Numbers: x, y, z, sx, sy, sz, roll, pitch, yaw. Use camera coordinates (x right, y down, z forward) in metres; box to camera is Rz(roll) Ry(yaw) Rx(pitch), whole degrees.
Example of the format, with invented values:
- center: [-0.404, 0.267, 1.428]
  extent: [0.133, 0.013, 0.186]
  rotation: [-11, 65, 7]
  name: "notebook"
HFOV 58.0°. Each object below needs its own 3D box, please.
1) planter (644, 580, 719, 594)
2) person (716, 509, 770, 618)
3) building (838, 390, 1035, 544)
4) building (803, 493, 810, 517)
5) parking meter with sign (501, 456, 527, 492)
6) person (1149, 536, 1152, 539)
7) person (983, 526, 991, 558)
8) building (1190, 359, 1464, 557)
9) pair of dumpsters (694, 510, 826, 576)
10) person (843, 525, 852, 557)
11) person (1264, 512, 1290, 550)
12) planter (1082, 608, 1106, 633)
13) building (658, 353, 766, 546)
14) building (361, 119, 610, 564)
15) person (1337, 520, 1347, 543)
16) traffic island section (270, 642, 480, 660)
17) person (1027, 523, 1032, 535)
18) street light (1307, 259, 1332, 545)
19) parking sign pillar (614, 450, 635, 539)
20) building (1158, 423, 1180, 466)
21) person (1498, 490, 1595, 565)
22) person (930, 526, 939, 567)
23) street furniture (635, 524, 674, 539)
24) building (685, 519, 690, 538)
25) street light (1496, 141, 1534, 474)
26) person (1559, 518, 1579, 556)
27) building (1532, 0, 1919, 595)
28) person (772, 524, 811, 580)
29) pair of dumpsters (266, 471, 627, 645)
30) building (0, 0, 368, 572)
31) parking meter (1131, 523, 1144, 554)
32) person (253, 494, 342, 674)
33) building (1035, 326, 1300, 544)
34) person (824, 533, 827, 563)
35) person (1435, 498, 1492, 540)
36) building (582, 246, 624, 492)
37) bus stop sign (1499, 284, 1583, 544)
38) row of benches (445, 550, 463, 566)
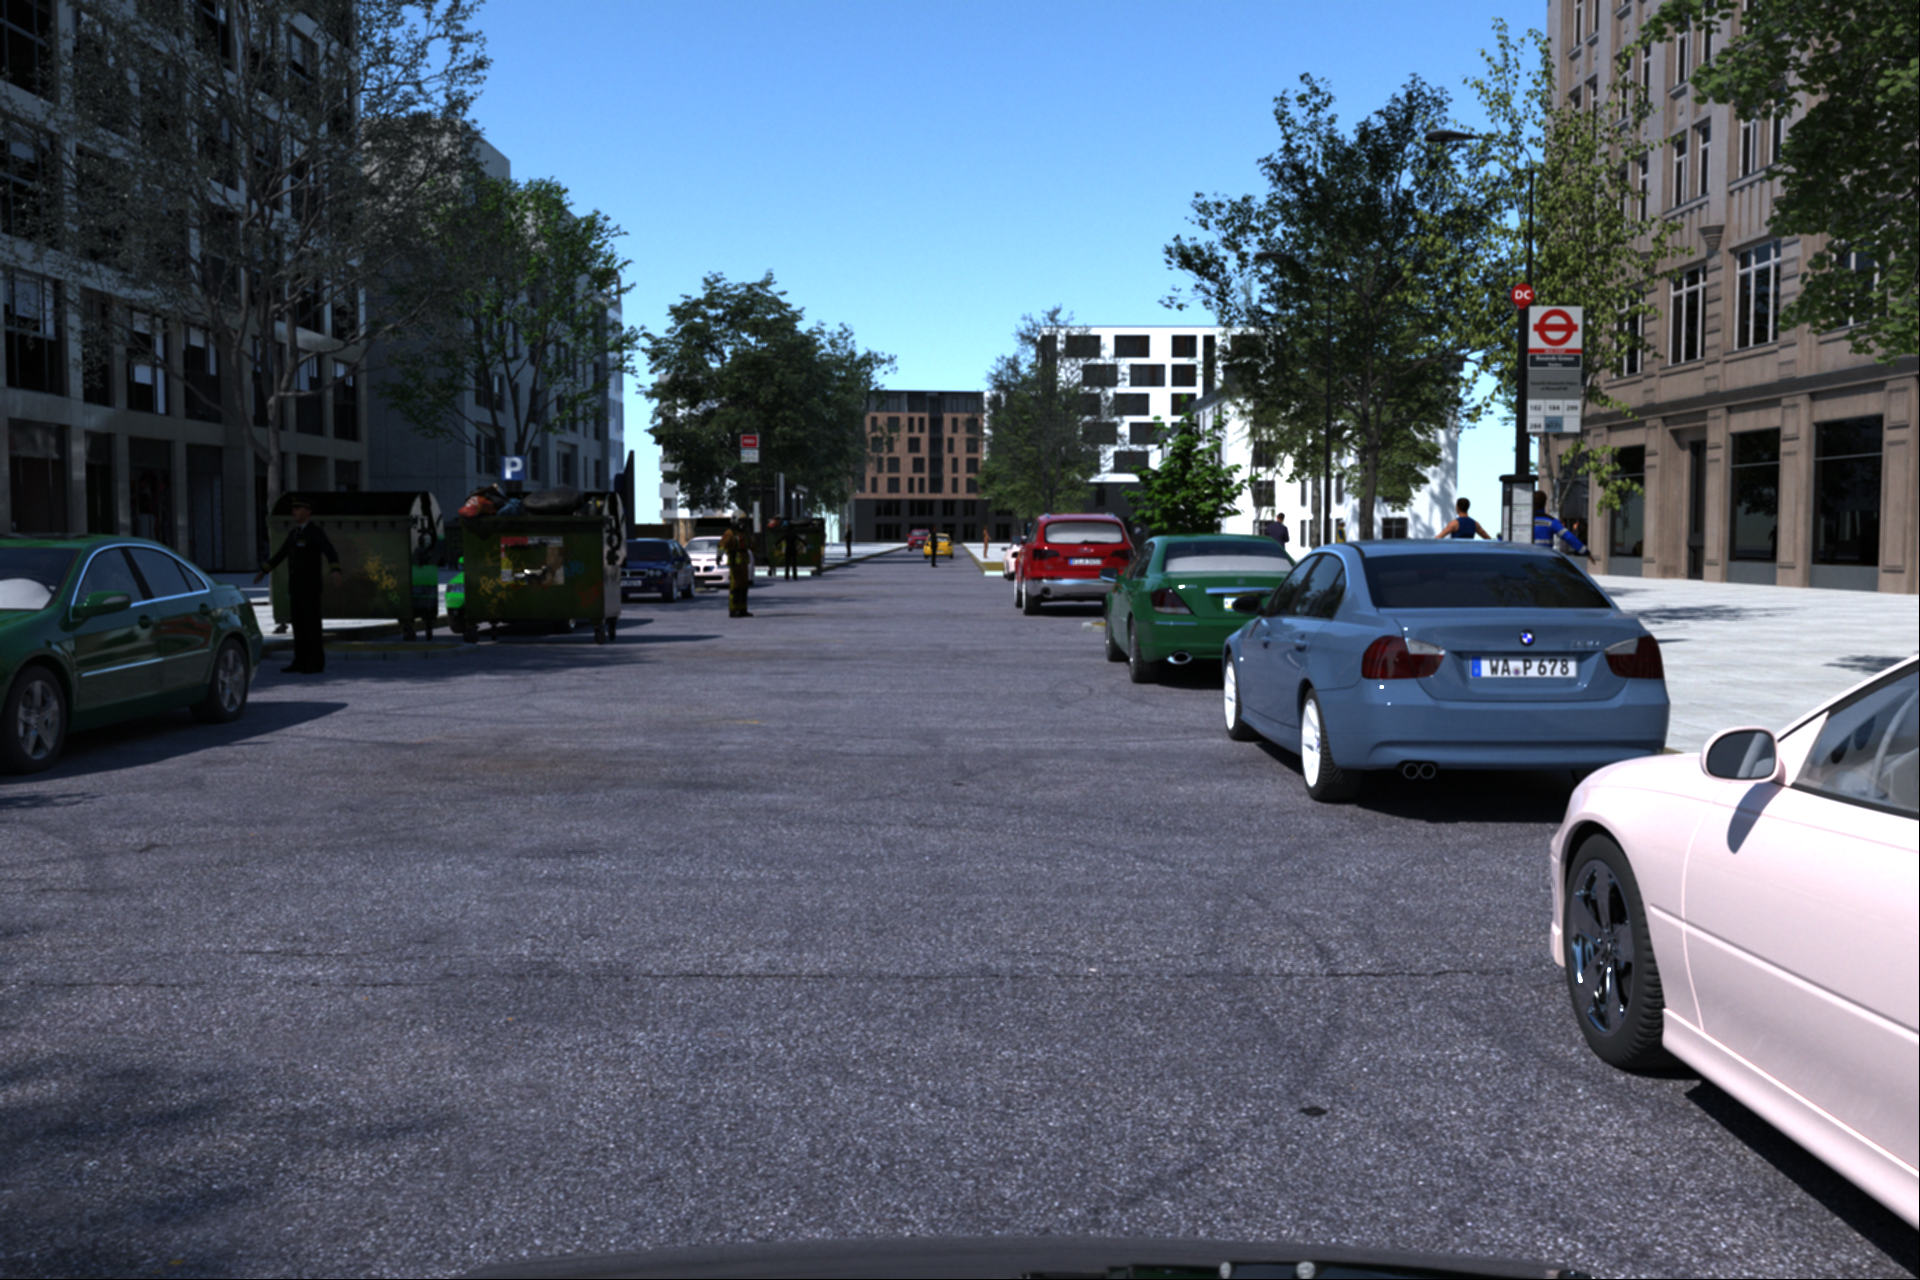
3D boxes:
- center: [-6.967, -1.298, 42.361]
  extent: [1.991, 0.319, 1.994]
  rotation: [0, 3, 0]
  name: "planter"
- center: [-3.783, -1.318, 29.777]
  extent: [0.705, 1.858, 1.354]
  rotation: [2, 4, 33]
  name: "person"
- center: [-0.582, -25.076, 256.419]
  extent: [32.646, 21.610, 27.936]
  rotation: [-1, 4, -10]
  name: "building"
- center: [-24.012, -17.372, 226.176]
  extent: [9.099, 9.664, 28.070]
  rotation: [0, 4, -1]
  name: "building"
- center: [-9.922, -2.641, 39.437]
  extent: [0.543, 3.016, 1.738]
  rotation: [0, 4, 0]
  name: "parking meter with sign"
- center: [4.491, -1.934, 38.400]
  extent: [0.721, 1.737, 1.214]
  rotation: [2, 4, 30]
  name: "person"
- center: [1.452, -5.218, 92.116]
  extent: [0.721, 1.733, 1.217]
  rotation: [-1, 4, -13]
  name: "person"
- center: [19.412, -9.476, 97.079]
  extent: [9.099, 9.664, 28.070]
  rotation: [0, 4, -1]
  name: "building"
- center: [-6.815, -3.307, 59.018]
  extent: [4.436, 2.255, 1.574]
  rotation: [0, 3, 0]
  name: "pair of dumpsters"
- center: [-6.243, -5.532, 96.675]
  extent: [0.704, 1.802, 1.346]
  rotation: [1, 4, 11]
  name: "person"
- center: [7.132, -1.998, 39.152]
  extent: [0.683, 1.767, 0.568]
  rotation: [1, 4, 22]
  name: "person"
- center: [2.841, -0.296, 25.986]
  extent: [1.991, 0.319, 1.994]
  rotation: [0, 4, 1]
  name: "planter"
- center: [-25.436, -19.885, 181.544]
  extent: [16.016, 20.090, 11.380]
  rotation: [0, 4, 0]
  name: "building"
- center: [-29.673, -13.654, 89.697]
  extent: [16.747, 18.905, 31.486]
  rotation: [0, 4, 0]
  name: "building"
- center: [15.153, -3.833, 68.636]
  extent: [0.705, 1.833, 1.349]
  rotation: [1, 4, 17]
  name: "person"
- center: [-6.859, 0.133, 20.688]
  extent: [1.991, 0.108, 1.994]
  rotation: [0, 4, 1]
  name: "traffic island section"
- center: [3.470, -4.827, 85.041]
  extent: [0.704, 1.817, 1.347]
  rotation: [0, 4, 7]
  name: "person"
- center: [6.623, -3.430, 28.622]
  extent: [1.470, 5.913, 1.316]
  rotation: [0, 4, -1]
  name: "street light"
- center: [-10.647, -4.070, 55.016]
  extent: [1.447, 3.967, 1.447]
  rotation: [0, 4, 0]
  name: "parking sign pillar"
- center: [21.028, -11.493, 130.057]
  extent: [9.099, 9.664, 28.070]
  rotation: [0, 4, 0]
  name: "building"
- center: [7.285, -0.970, 21.828]
  extent: [1.345, 1.831, 0.704]
  rotation: [2, 4, 31]
  name: "person"
- center: [-1.098, -4.075, 75.307]
  extent: [0.704, 1.802, 1.346]
  rotation: [0, 4, -6]
  name: "person"
- center: [-15.739, -4.411, 78.967]
  extent: [9.812, 1.723, 11.010]
  rotation: [-3, 5, -40]
  name: "street furniture"
- center: [-27.252, -20.896, 198.072]
  extent: [16.016, 20.090, 11.380]
  rotation: [0, 4, 1]
  name: "building"
- center: [7.126, -2.909, 20.096]
  extent: [1.470, 5.913, 1.316]
  rotation: [0, 4, -1]
  name: "street light"
- center: [16.818, -2.518, 48.015]
  extent: [0.742, 1.727, 0.445]
  rotation: [3, 5, 41]
  name: "person"
- center: [24.445, -14.396, 47.395]
  extent: [10.469, 25.551, 25.511]
  rotation: [0, 4, 0]
  name: "building"
- center: [-5.245, -2.735, 53.894]
  extent: [1.216, 1.740, 0.721]
  rotation: [0, 4, 6]
  name: "person"
- center: [-6.692, -1.087, 22.730]
  extent: [4.436, 2.255, 1.574]
  rotation: [0, 3, 0]
  name: "pair of dumpsters"
- center: [-32.681, -15.106, 50.189]
  extent: [19.350, 26.588, 34.151]
  rotation: [0, 4, 0]
  name: "building"
- center: [5.997, -3.227, 58.477]
  extent: [0.399, 1.863, 0.255]
  rotation: [0, 4, 0]
  name: "parking meter"
- center: [-6.789, -0.581, 17.887]
  extent: [1.347, 1.837, 0.705]
  rotation: [2, 4, 33]
  name: "person"
- center: [21.928, -20.951, 186.525]
  extent: [27.936, 21.610, 32.646]
  rotation: [0, 4, 0]
  name: "building"
- center: [-6.320, -4.382, 78.110]
  extent: [0.721, 1.772, 1.216]
  rotation: [-2, 4, -30]
  name: "person"
- center: [7.288, -1.164, 25.206]
  extent: [1.345, 1.807, 0.704]
  rotation: [-1, 4, -17]
  name: "person"
- center: [-29.289, -15.693, 113.005]
  extent: [16.016, 20.090, 11.380]
  rotation: [0, 4, -1]
  name: "building"
- center: [6.210, -1.826, 18.561]
  extent: [0.855, 3.939, 0.416]
  rotation: [0, 4, -1]
  name: "bus stop sign"
- center: [-19.539, -3.334, 69.978]
  extent: [1.422, 0.672, 4.104]
  rotation: [3, 4, 38]
  name: "row of benches"
